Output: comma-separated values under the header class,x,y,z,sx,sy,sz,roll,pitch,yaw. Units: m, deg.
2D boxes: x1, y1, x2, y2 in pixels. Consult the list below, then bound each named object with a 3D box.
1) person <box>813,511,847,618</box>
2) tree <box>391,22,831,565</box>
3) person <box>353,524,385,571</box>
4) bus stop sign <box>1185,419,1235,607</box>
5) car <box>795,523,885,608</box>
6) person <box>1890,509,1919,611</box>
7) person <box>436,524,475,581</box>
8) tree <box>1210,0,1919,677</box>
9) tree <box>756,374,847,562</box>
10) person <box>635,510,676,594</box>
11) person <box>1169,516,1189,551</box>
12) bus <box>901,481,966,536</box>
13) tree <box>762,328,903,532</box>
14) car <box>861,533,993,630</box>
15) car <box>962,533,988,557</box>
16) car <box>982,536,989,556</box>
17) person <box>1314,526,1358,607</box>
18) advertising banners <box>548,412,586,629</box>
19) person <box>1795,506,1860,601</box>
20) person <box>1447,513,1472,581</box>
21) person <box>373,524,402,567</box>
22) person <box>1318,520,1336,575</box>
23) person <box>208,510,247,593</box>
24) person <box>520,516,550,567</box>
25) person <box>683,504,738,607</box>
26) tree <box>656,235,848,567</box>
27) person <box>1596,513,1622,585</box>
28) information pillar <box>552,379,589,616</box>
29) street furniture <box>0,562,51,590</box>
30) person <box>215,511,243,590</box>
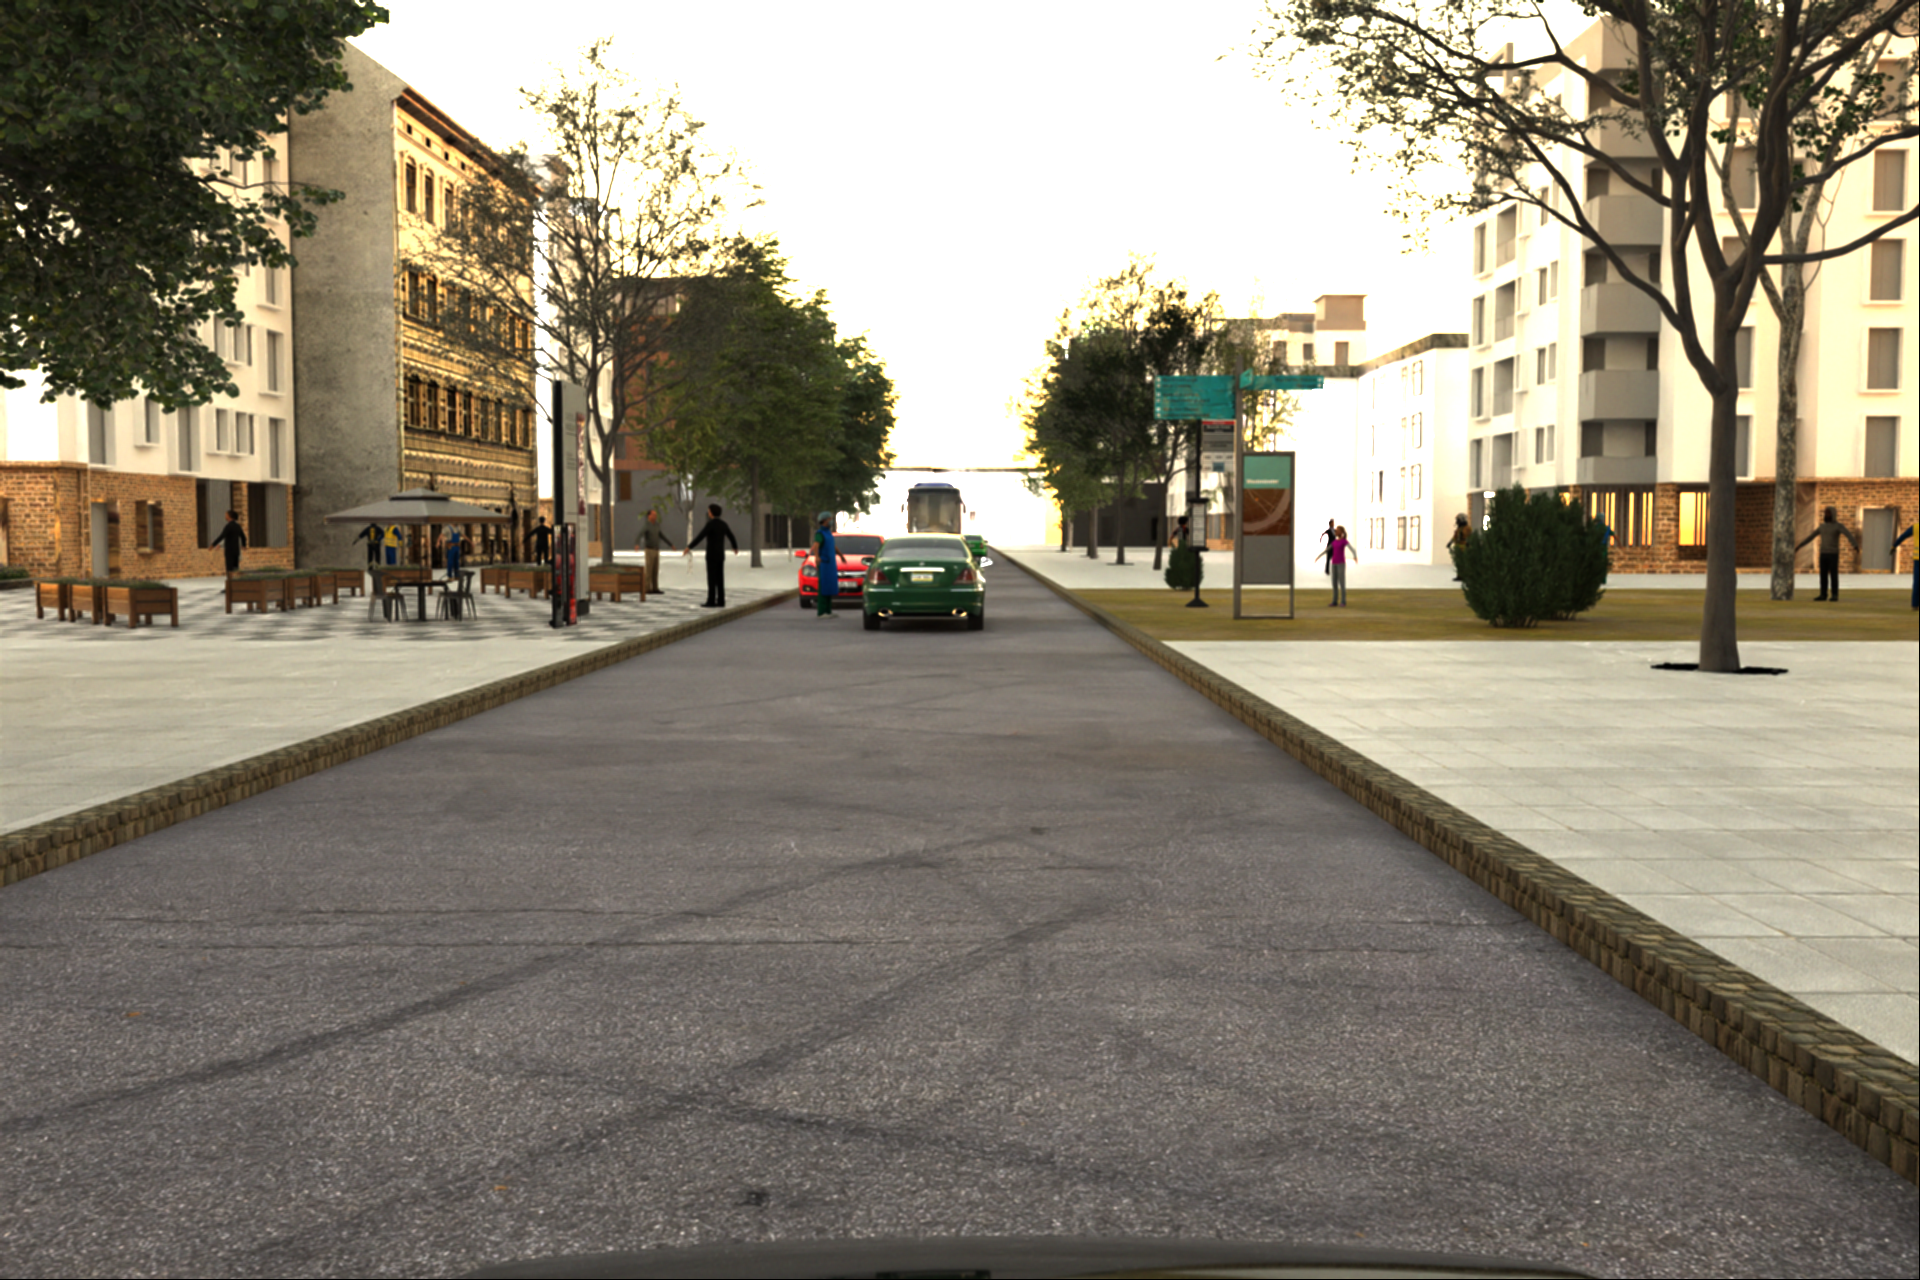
class,x,y,z,sx,sy,sz,roll,pitch,yaw
person,-2.261,-1.284,29.575,0.704,1.817,1.347,1,4,16
tree,-8.838,-8.092,42.666,12.009,13.543,11.850,0,3,0
person,-18.781,-3.042,55.514,1.354,1.856,0.705,0,4,-8
bus stop sign,4.403,-2.554,30.458,0.855,3.939,0.416,0,4,0
car,-2.204,-1.580,34.879,2.155,1.783,4.494,0,4,0
person,16.208,-1.381,29.038,0.721,1.772,1.216,-3,4,-38
person,-13.889,-2.549,47.535,0.705,1.847,1.347,2,4,31
tree,6.986,-6.442,15.692,12.009,13.543,11.850,0,3,0
tree,-8.072,-7.929,80.008,4.360,8.622,3.978,0,3,0
person,-6.553,-1.878,36.979,0.705,1.796,1.348,2,4,28
person,6.771,-2.829,52.394,0.704,1.843,1.345,-3,5,-40
bus,-1.191,-5.606,83.202,2.896,3.916,12.251,0,4,0
tree,-8.277,-12.263,107.150,9.857,13.997,8.962,0,3,0
car,-0.534,-0.948,27.305,2.131,1.459,4.920,0,4,0
car,0.516,-5.119,92.493,1.959,1.807,4.718,0,4,1
car,0.920,-6.180,113.630,1.945,1.354,3.894,0,4,0
person,6.637,-1.300,30.525,0.599,1.433,0.991,-2,4,-35
advertising banners,-5.492,-1.723,24.357,0.090,3.025,2.074,0,4,1
person,16.655,-1.656,33.211,0.705,1.813,1.348,-2,4,-29
person,13.634,-2.534,47.197,0.705,1.858,1.354,0,4,-7
person,-16.931,-2.780,51.415,1.349,1.833,0.705,3,4,37
person,11.784,-2.936,54.717,1.216,1.740,0.721,-2,4,-28
person,-15.991,-1.942,37.972,0.704,1.802,1.346,1,4,9
person,-13.156,-2.975,54.570,1.347,1.837,0.705,-1,4,-15
person,-4.321,-1.481,30.401,0.705,1.806,1.347,2,4,35
tree,-7.911,-9.041,65.948,7.486,12.596,7.792,0,3,0
person,16.178,-2.308,43.867,1.347,1.817,0.704,-1,4,-9
information pillar,-6.098,-2.192,27.158,0.184,3.620,1.656,0,4,0
street furniture,-24.408,-1.890,37.759,11.010,1.723,9.812,-1,4,-12
person,-16.729,-2.057,39.813,0.705,1.806,1.347,0,4,0
